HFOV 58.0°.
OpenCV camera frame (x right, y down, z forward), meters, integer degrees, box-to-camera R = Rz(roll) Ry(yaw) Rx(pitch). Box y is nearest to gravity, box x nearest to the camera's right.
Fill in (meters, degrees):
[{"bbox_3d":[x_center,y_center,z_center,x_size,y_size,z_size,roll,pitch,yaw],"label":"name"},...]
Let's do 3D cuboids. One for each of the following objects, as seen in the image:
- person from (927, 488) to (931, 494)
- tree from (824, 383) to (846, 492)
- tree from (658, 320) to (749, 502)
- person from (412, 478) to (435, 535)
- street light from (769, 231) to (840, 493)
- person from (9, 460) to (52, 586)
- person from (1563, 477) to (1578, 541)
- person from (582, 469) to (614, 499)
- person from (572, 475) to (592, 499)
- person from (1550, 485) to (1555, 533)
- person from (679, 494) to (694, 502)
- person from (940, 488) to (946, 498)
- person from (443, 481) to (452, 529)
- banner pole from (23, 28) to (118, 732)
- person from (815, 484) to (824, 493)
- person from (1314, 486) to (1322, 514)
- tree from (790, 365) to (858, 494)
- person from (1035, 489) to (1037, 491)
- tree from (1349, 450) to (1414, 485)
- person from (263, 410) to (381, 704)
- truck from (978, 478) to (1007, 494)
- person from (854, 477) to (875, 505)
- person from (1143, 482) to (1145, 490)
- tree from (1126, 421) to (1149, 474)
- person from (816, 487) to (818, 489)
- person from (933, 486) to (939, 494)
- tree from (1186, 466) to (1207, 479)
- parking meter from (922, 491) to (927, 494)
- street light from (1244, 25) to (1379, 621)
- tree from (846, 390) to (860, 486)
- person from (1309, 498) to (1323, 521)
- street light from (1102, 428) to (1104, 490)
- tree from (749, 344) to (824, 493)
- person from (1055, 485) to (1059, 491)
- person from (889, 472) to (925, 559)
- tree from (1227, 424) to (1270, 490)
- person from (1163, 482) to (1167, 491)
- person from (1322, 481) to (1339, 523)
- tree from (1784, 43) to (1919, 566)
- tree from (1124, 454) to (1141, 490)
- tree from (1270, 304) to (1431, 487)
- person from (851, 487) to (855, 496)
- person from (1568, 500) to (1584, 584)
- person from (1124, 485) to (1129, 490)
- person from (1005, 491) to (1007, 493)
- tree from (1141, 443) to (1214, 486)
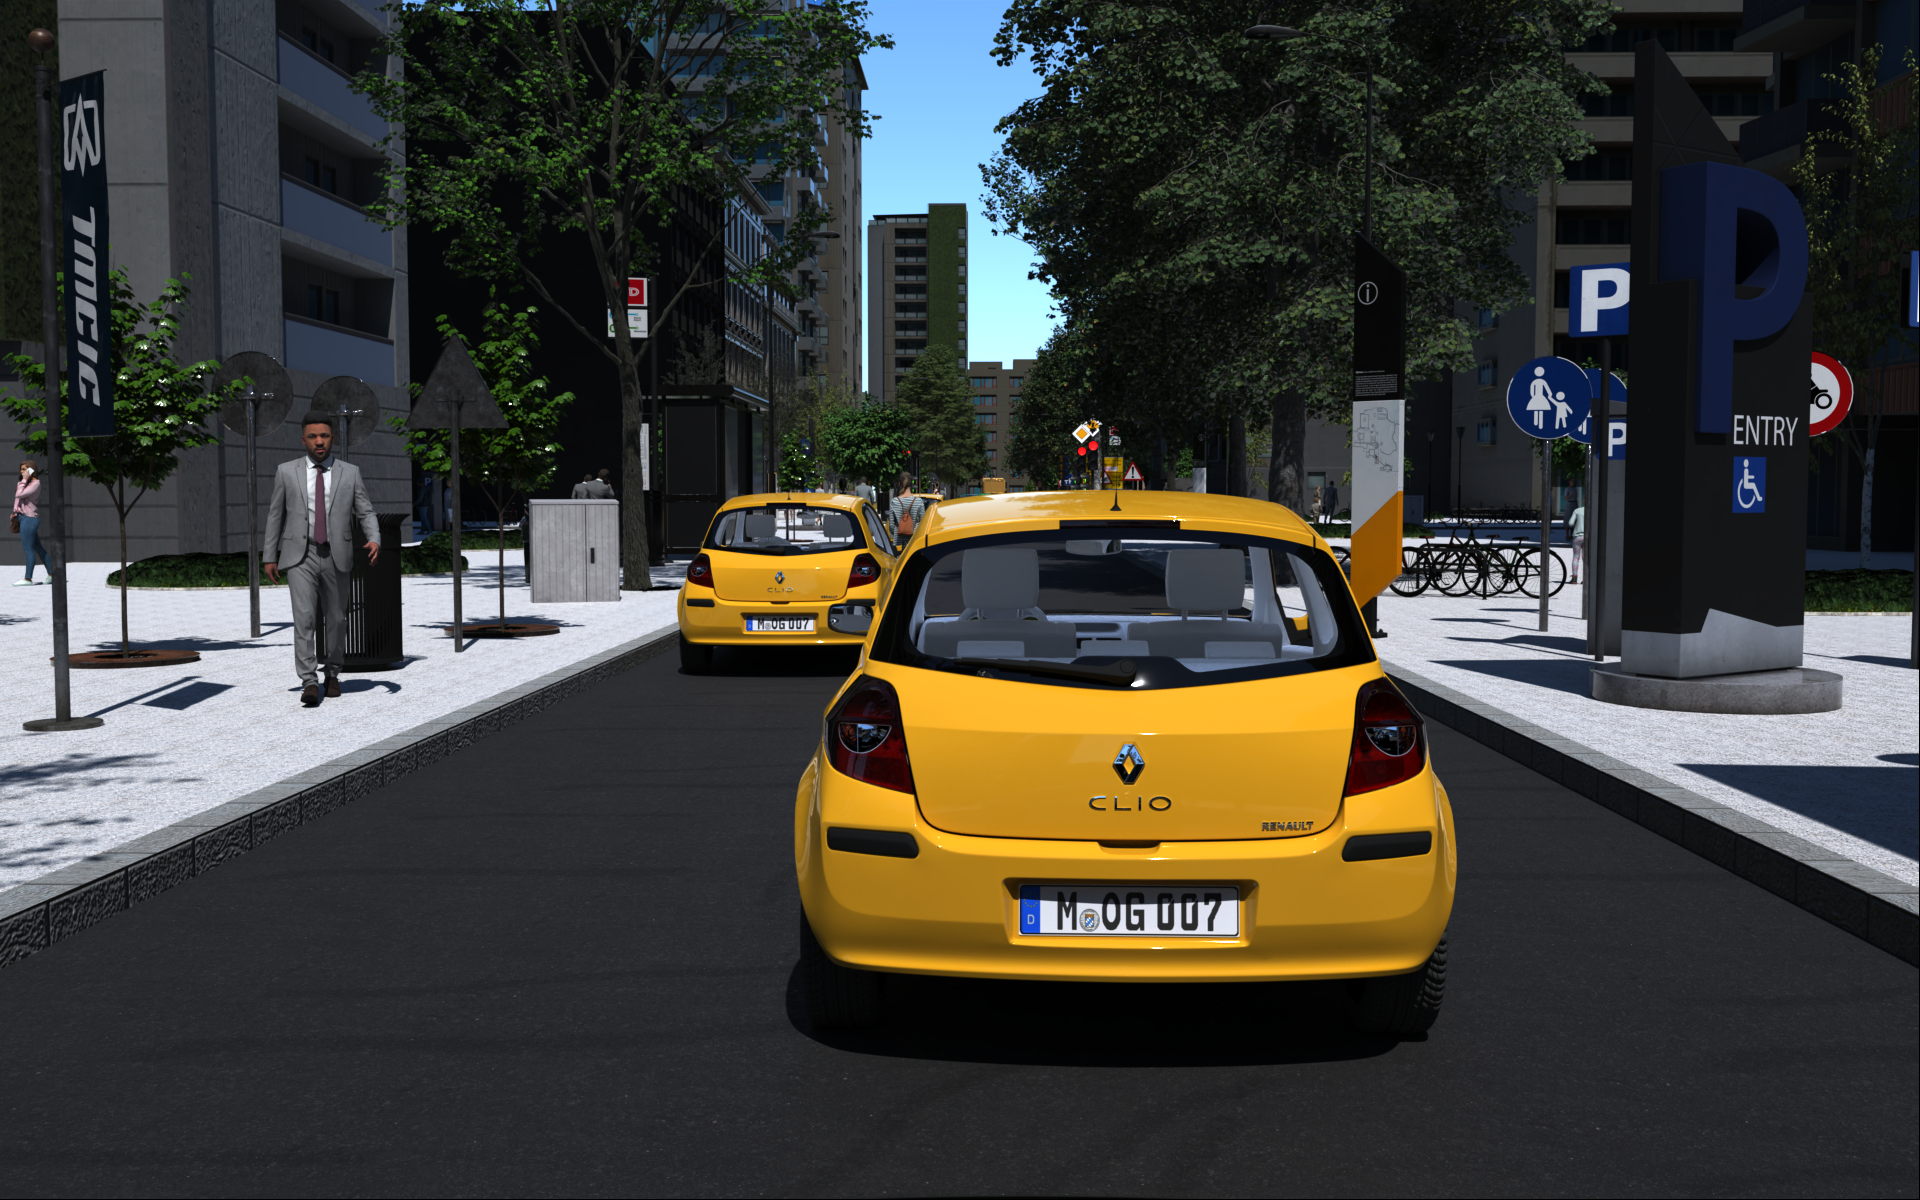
[{"bbox_3d":[-1.897,-6.099,105.945,0.721,1.800,0.419,1,4,12],"label":"person"},{"bbox_3d":[-9.828,-9.546,106.441,4.360,8.622,3.978,0,3,0],"label":"tree"},{"bbox_3d":[-11.182,-7.542,73.669,4.360,8.622,3.978,0,3,0],"label":"tree"},{"bbox_3d":[-16.884,-2.938,54.421,0.721,1.781,0.623,-1,4,-17],"label":"person"},{"bbox_3d":[-2.817,-3.560,30.750,1.470,5.913,1.316,0,4,1],"label":"street light"},{"bbox_3d":[-13.008,-1.083,24.337,0.643,1.750,0.593,-3,4,-38],"label":"person"},{"bbox_3d":[16.650,-2.471,47.019,0.480,1.755,0.524,-2,4,-27],"label":"person"},{"bbox_3d":[-7.544,-1.830,36.140,0.592,1.802,0.473,2,4,24],"label":"person"},{"bbox_3d":[-10.094,-2.459,46.423,0.592,1.802,0.473,1,4,9],"label":"person"},{"bbox_3d":[19.228,-2.981,56.587,0.330,1.601,0.589,3,5,44],"label":"person"},{"bbox_3d":[-9.196,-3.125,57.892,0.760,1.731,0.466,2,4,31],"label":"person"},{"bbox_3d":[-1.437,-8.286,141.620,0.635,1.810,0.391,0,4,5],"label":"person"},{"bbox_3d":[-16.766,-3.100,57.076,0.624,1.780,0.694,-2,4,-33],"label":"person"},{"bbox_3d":[-4.754,-1.179,9.294,0.863,3.779,0.401,3,4,36],"label":"banner pole"},{"bbox_3d":[-5.637,-3.844,69.245,0.624,1.780,0.694,-3,5,-42],"label":"person"},{"bbox_3d":[20.022,-5.516,96.786,0.362,1.759,0.519,-1,4,-23],"label":"person"},{"bbox_3d":[-7.594,-9.047,98.274,4.737,8.622,4.395,0,3,0],"label":"tree"},{"bbox_3d":[7.939,-10.767,182.112,0.705,1.821,1.348,0,4,8],"label":"person"},{"bbox_3d":[23.058,-6.776,94.498,4.285,4.588,4.351,0,3,0],"label":"tree"},{"bbox_3d":[-3.947,-0.269,10.709,0.678,1.792,0.850,-1,4,-22],"label":"person"},{"bbox_3d":[3.991,-12.917,207.120,3.469,3.379,9.791,0,4,0],"label":"truck"},{"bbox_3d":[-2.884,-2.826,52.346,0.635,1.810,0.391,0,4,-6],"label":"person"},{"bbox_3d":[8.098,-4.397,77.903,0.580,1.828,0.573,-1,4,-20],"label":"person"},{"bbox_3d":[13.181,-11.096,131.787,4.737,8.622,4.395,0,3,0],"label":"tree"},{"bbox_3d":[-7.577,-5.194,91.720,0.760,1.731,0.466,-3,4,-36],"label":"person"},{"bbox_3d":[-0.911,-3.868,72.330,0.643,1.750,0.593,0,4,6],"label":"person"},{"bbox_3d":[13.883,-6.669,103.645,1.663,3.219,1.824,0,3,0],"label":"tree"},{"bbox_3d":[-2.154,-5.863,104.271,0.372,1.533,0.369,0,3,0],"label":"parking meter"},{"bbox_3d":[3.519,-2.739,17.329,1.470,5.913,1.316,0,4,1],"label":"street light"},{"bbox_3d":[-7.754,-10.004,113.934,4.360,8.622,3.978,0,3,0],"label":"tree"},{"bbox_3d":[13.143,-3.131,63.970,0.475,1.303,0.640,0,4,4],"label":"person"},{"bbox_3d":[4.518,-5.421,61.172,1.470,5.913,1.316,0,4,1],"label":"street light"},{"bbox_3d":[-9.145,-8.177,84.052,4.360,8.622,3.978,0,3,0],"label":"tree"},{"bbox_3d":[5.488,-5.601,97.859,0.529,1.795,0.600,0,4,7],"label":"person"},{"bbox_3d":[-0.661,-0.719,21.256,0.512,1.701,0.522,0,4,-4],"label":"person"},{"bbox_3d":[16.459,-9.091,99.006,4.737,8.622,4.395,0,3,0],"label":"tree"},{"bbox_3d":[8.841,-4.110,73.577,0.599,1.781,0.374,-1,4,-17],"label":"person"},{"bbox_3d":[14.803,-3.858,69.240,0.709,1.813,0.853,2,4,25],"label":"person"},{"bbox_3d":[14.638,-4.759,28.174,4.737,8.622,4.395,0,3,0],"label":"tree"},{"bbox_3d":[13.694,-9.390,137.244,4.285,4.588,4.351,0,3,0],"label":"tree"},{"bbox_3d":[13.759,-6.590,58.102,4.737,8.622,4.395,0,3,0],"label":"tree"},{"bbox_3d":[-7.535,-7.153,123.090,0.616,1.811,0.778,0,4,-5],"label":"person"},{"bbox_3d":[8.822,-0.872,24.581,0.425,1.301,0.394,-1,4,-13],"label":"person"},{"bbox_3d":[8.718,-5.123,90.550,0.466,1.731,0.760,2,4,29],"label":"person"},{"bbox_3d":[4.430,-9.873,170.716,0.721,1.735,1.217,2,4,35],"label":"person"},{"bbox_3d":[14.593,-7.757,110.539,4.285,4.588,4.351,0,3,0],"label":"tree"}]
